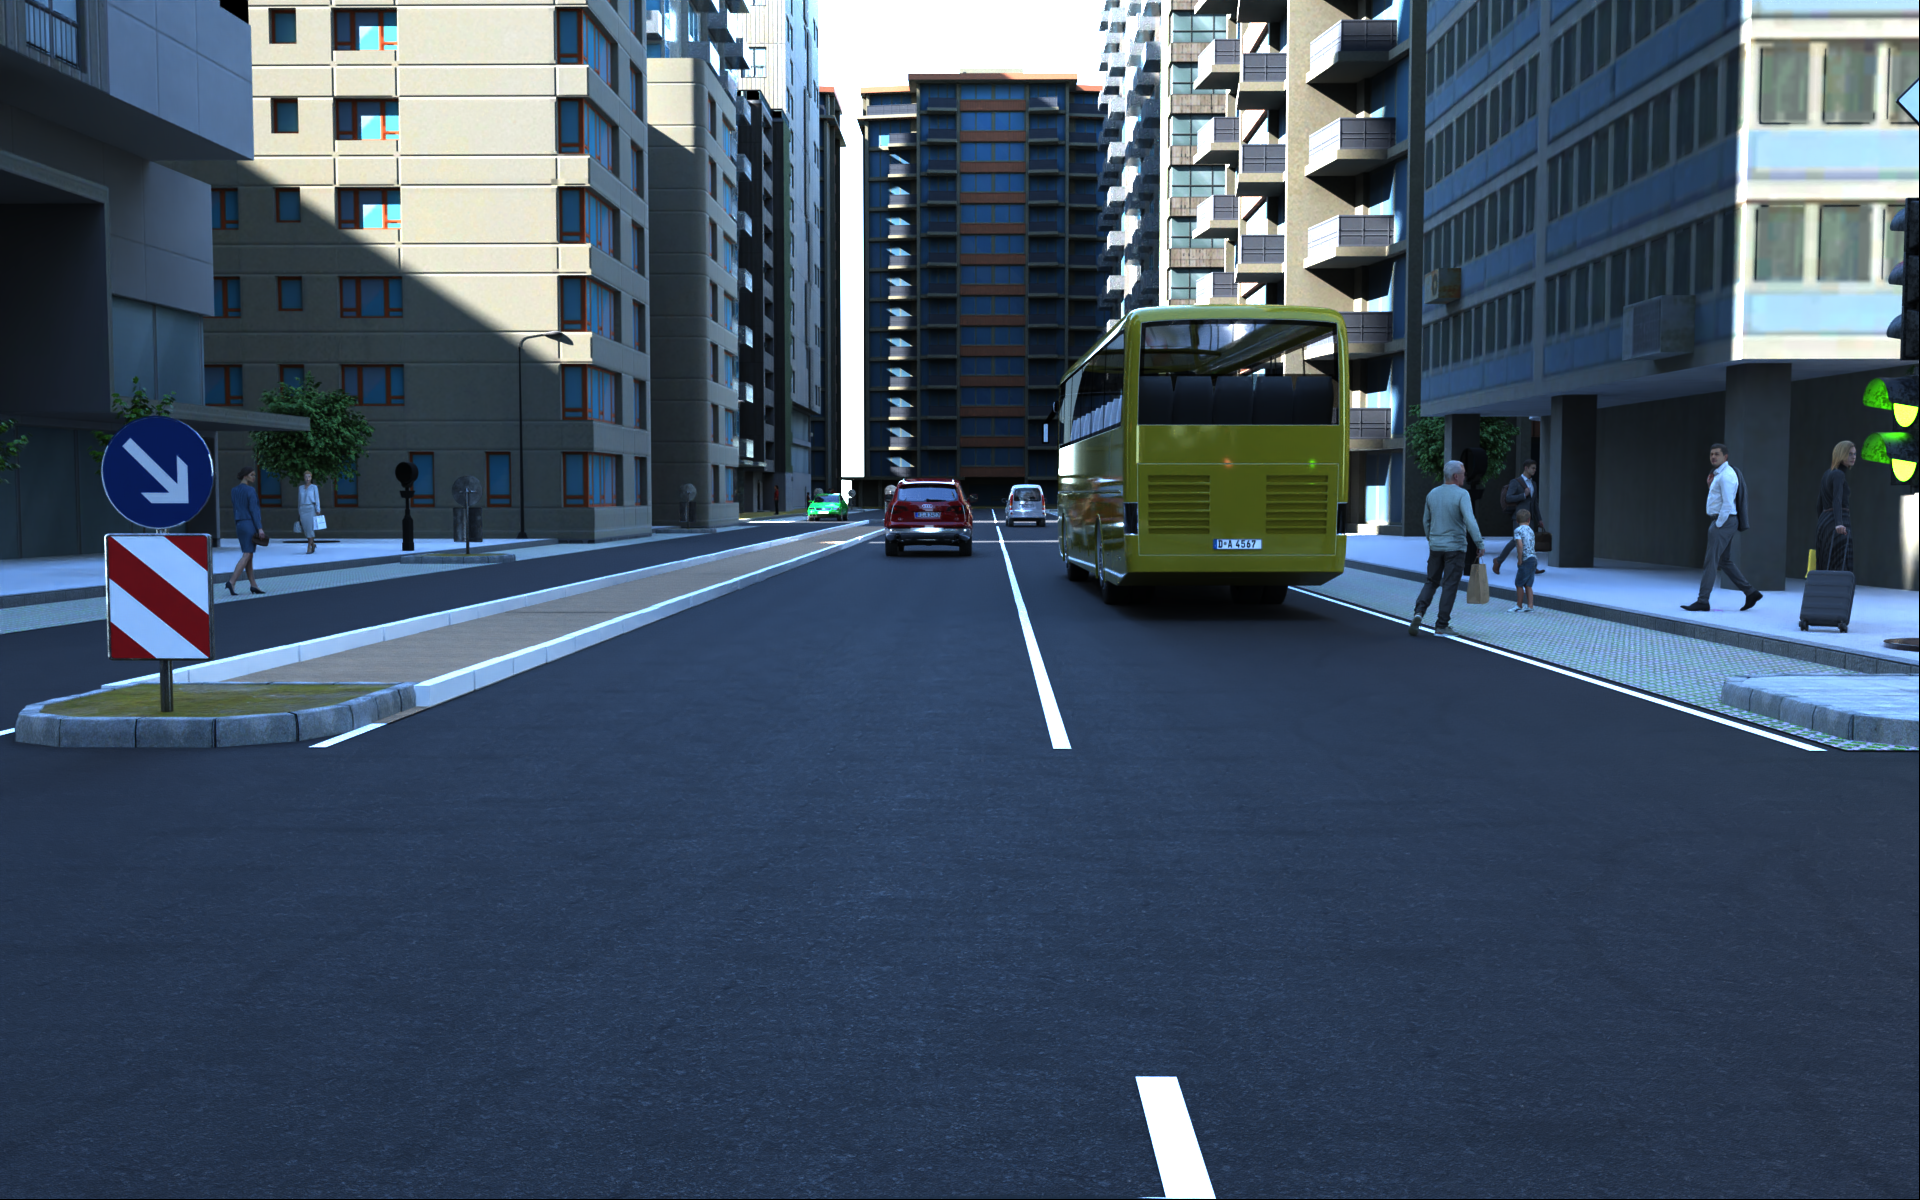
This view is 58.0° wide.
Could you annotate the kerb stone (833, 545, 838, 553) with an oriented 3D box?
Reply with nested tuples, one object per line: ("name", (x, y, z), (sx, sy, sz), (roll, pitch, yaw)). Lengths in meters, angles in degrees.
("kerb stone", (-3.120, -1.202, 41.851), (0.120, 0.150, 1.000), (0, 4, 1))

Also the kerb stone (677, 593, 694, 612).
("kerb stone", (-3.457, 0.053, 21.323), (0.120, 0.150, 1.000), (0, 4, 1))

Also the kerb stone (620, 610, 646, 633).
("kerb stone", (-3.498, 0.242, 18.242), (0.120, 0.150, 1.000), (0, 4, 1))

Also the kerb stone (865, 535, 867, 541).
("kerb stone", (-2.961, -1.823, 52.104), (0.120, 0.150, 1.000), (0, 4, 1))

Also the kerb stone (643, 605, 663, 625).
("kerb stone", (-3.485, 0.187, 19.265), (0.120, 0.150, 1.000), (0, 4, 1))

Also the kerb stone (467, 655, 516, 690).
("kerb stone", (-3.584, 0.555, 13.123), (0.120, 0.150, 1.000), (0, 4, 1))

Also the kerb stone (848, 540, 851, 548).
("kerb stone", (-3.053, -1.451, 45.957), (0.120, 0.150, 1.000), (0, 4, 1))

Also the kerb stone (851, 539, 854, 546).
("kerb stone", (-3.033, -1.516, 46.981), (0.120, 0.150, 1.000), (0, 4, 1))

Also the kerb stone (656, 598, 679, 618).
("kerb stone", (-3.470, 0.117, 20.287), (0.120, 0.150, 1.000), (0, 4, 1))

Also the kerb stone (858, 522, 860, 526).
("kerb stone", (-4.654, -3.333, 76.715), (0.120, 0.150, 1.000), (0, 4, 1))

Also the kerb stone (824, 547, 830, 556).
("kerb stone", (-3.146, -1.076, 39.792), (0.120, 0.150, 1.000), (0, 4, 1))

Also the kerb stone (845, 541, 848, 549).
("kerb stone", (-3.069, -1.391, 44.933), (0.120, 0.150, 1.000), (0, 4, 1))

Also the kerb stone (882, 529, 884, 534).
("kerb stone", (-2.818, -2.333, 60.335), (0.120, 0.150, 1.000), (0, 4, 1))

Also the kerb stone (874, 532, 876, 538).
("kerb stone", (-2.888, -2.081, 56.226), (0.120, 0.150, 1.000), (0, 4, 1))

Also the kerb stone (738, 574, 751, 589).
("kerb stone", (-3.362, -0.261, 26.463), (0.120, 0.150, 1.000), (0, 4, 1))

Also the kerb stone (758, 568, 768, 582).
("kerb stone", (-3.328, -0.385, 28.510), (0.120, 0.150, 1.000), (0, 4, 1))

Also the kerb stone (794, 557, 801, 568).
("kerb stone", (-3.254, -0.694, 33.642), (0.120, 0.150, 1.000), (0, 4, 1))

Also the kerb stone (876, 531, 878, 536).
("kerb stone", (-2.873, -2.139, 57.250), (0.120, 0.150, 1.000), (0, 4, 1))

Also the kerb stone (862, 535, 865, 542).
("kerb stone", (-2.971, -1.767, 51.081), (0.120, 0.150, 1.000), (0, 4, 1))

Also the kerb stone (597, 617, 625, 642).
("kerb stone", (-3.518, 0.309, 17.220), (0.120, 0.150, 1.000), (0, 4, 1))

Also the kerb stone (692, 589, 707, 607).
("kerb stone", (-3.434, -0.009, 22.349), (0.120, 0.150, 1.000), (0, 4, 1))

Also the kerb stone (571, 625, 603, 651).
("kerb stone", (-3.533, 0.372, 16.198), (0.120, 0.150, 1.000), (0, 4, 1))

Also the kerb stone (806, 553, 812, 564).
("kerb stone", (-3.223, -0.823, 35.691), (0.120, 0.150, 1.000), (0, 4, 1))

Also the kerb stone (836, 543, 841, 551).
("kerb stone", (-3.107, -1.265, 42.873), (0.120, 0.150, 1.000), (0, 4, 1))

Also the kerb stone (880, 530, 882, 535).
("kerb stone", (-2.838, -2.266, 59.299), (0.120, 0.150, 1.000), (0, 4, 1))

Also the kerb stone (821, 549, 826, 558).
("kerb stone", (-3.169, -1.013, 38.770), (0.120, 0.150, 1.000), (0, 4, 1))

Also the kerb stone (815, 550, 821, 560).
("kerb stone", (-3.185, -0.951, 37.748), (0.120, 0.150, 1.000), (0, 4, 1))

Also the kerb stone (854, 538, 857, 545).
("kerb stone", (-3.022, -1.579, 48.015), (0.120, 0.150, 1.000), (0, 4, 1))

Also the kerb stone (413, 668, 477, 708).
("kerb stone", (-3.603, 0.618, 12.097), (0.120, 0.150, 1.000), (0, 4, 1))

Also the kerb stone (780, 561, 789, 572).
("kerb stone", (-3.288, -0.571, 31.581), (0.120, 0.150, 1.000), (0, 4, 1))

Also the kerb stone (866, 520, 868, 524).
("kerb stone", (-4.577, -3.649, 81.856), (0.120, 0.150, 1.000), (0, 4, 1))

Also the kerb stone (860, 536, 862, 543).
("kerb stone", (-2.996, -1.703, 50.059), (0.120, 0.150, 1.000), (0, 4, 1))

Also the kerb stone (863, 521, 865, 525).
("kerb stone", (-4.602, -3.523, 79.801), (0.120, 0.150, 1.000), (0, 4, 1))

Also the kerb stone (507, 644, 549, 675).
("kerb stone", (-3.569, 0.497, 14.145), (0.120, 0.150, 1.000), (0, 4, 1))

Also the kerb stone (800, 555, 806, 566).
("kerb stone", (-3.240, -0.763, 34.669), (0.120, 0.150, 1.000), (0, 4, 1))

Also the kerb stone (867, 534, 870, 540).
("kerb stone", (-2.940, -1.889, 53.129), (0.120, 0.150, 1.000), (0, 4, 1))

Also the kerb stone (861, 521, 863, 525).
("kerb stone", (-4.626, -3.458, 78.772), (0.120, 0.150, 1.000), (0, 4, 1))

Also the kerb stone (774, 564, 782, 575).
("kerb stone", (-3.305, -0.511, 30.558), (0.120, 0.150, 1.000), (0, 4, 1))

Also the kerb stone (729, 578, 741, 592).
("kerb stone", (-3.385, -0.192, 25.434), (0.120, 0.150, 1.000), (0, 4, 1))

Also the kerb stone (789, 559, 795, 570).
("kerb stone", (-3.273, -0.633, 32.620), (0.120, 0.150, 1.000), (0, 4, 1))

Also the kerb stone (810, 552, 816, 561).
("kerb stone", (-3.207, -0.888, 36.713), (0.120, 0.150, 1.000), (0, 4, 1))

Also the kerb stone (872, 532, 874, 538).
("kerb stone", (-2.901, -2.018, 55.195), (0.120, 0.150, 1.000), (0, 4, 1))

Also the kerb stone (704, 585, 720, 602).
("kerb stone", (-3.417, -0.073, 23.388), (0.120, 0.150, 1.000), (0, 4, 1))

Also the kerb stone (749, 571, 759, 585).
("kerb stone", (-3.350, -0.324, 27.485), (0.120, 0.150, 1.000), (0, 4, 1))

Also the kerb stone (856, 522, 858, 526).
("kerb stone", (-4.672, -3.262, 75.693), (0.120, 0.150, 1.000), (0, 4, 1))

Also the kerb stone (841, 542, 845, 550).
("kerb stone", (-3.088, -1.327, 43.895), (0.120, 0.150, 1.000), (0, 4, 1))

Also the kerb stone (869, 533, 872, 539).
("kerb stone", (-2.922, -1.956, 54.170), (0.120, 0.150, 1.000), (0, 4, 1))

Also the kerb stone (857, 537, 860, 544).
("kerb stone", (-3.009, -1.642, 49.037), (0.120, 0.150, 1.000), (0, 4, 1))

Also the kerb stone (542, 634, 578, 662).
("kerb stone", (-3.547, 0.438, 15.173), (0.120, 0.150, 1.000), (0, 4, 1))

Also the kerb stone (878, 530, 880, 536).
("kerb stone", (-2.861, -2.207, 58.276), (0.120, 0.150, 1.000), (0, 4, 1))

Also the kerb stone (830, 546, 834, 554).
("kerb stone", (-3.137, -1.140, 40.827), (0.120, 0.150, 1.000), (0, 4, 1))

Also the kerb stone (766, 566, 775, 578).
("kerb stone", (-3.324, -0.449, 29.535), (0.120, 0.150, 1.000), (0, 4, 1))

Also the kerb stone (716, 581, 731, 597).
("kerb stone", (-3.404, -0.136, 24.412), (0.120, 0.150, 1.000), (0, 4, 1))
